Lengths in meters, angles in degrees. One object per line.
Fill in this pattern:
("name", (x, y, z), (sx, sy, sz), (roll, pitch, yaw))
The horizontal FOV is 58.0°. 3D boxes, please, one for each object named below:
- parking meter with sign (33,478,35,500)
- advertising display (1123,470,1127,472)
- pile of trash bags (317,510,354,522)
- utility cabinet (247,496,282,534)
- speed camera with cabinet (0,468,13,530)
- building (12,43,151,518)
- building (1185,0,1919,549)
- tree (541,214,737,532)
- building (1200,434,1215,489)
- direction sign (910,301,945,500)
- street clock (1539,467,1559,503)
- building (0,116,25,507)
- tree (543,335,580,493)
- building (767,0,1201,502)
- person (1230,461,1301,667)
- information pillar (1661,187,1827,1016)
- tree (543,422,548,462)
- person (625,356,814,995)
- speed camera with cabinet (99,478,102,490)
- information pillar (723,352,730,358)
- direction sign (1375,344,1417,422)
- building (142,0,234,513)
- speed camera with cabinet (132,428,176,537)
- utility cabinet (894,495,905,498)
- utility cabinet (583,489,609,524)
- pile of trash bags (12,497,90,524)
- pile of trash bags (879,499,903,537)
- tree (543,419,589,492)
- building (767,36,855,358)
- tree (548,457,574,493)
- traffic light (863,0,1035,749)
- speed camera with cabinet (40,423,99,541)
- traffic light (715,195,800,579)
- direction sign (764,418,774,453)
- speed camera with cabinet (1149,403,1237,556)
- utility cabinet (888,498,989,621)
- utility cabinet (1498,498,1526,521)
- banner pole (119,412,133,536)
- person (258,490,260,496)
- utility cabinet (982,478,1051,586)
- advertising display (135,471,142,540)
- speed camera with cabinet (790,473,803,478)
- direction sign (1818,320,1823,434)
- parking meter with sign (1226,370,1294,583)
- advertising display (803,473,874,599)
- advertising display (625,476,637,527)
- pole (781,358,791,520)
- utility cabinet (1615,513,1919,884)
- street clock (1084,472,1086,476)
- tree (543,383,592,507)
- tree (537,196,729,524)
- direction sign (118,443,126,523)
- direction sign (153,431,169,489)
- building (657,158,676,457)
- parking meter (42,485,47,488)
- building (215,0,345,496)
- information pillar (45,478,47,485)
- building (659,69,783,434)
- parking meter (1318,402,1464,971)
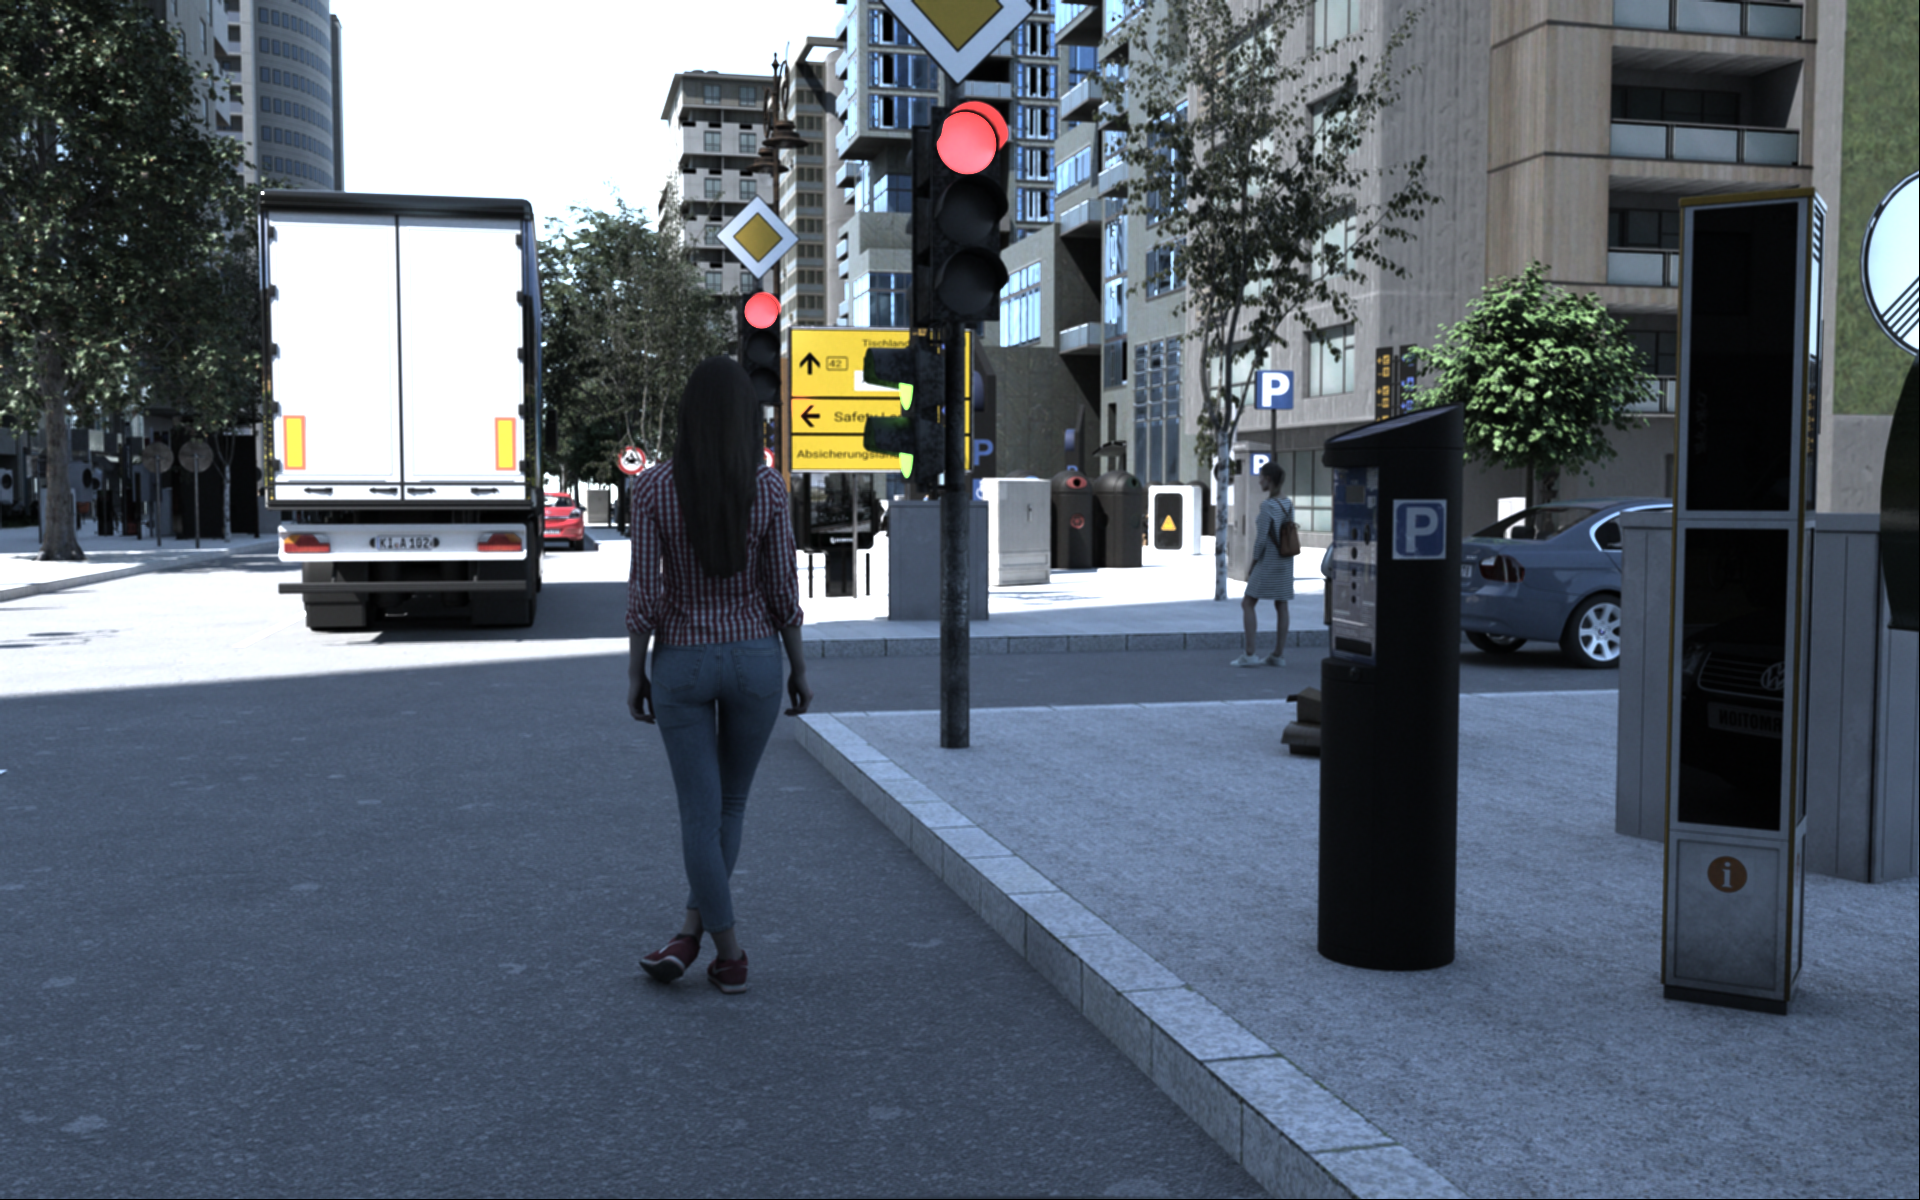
("parking meter with sign", (-40.544, -4.974, 77.586), (1.738, 3.016, 0.543), (-1, 4, -23))
("advertising display", (4.479, -2.586, 47.490), (0.123, 1.923, 0.974), (1, 4, 10))
("pile of trash bags", (-27.981, -4.177, 78.046), (1.912, 1.369, 3.447), (-1, 4, -21))
("utility cabinet", (-22.444, -2.734, 55.861), (1.020, 1.237, 0.306), (-2, 4, -24))
("speed camera with cabinet", (-34.363, -4.087, 61.160), (0.660, 3.252, 2.038), (0, 4, 7))
("building", (-58.535, -29.079, 95.049), (23.786, 49.044, 30.456), (-1, 4, -14))
("building", (14.302, -21.813, 40.231), (14.086, 41.232, 14.154), (-1, 4, -14))
("tree", (-11.526, -7.594, 58.578), (8.767, 10.594, 7.601), (-1, 4, -14))
("building", (12.929, -46.363, 70.713), (22.319, 86.520, 31.000), (-1, 4, -14))
("direction sign", (-0.287, -1.704, 19.862), (0.379, 3.537, 0.876), (-3, 5, -41))
("street clock", (11.100, -1.718, 32.662), (0.358, 2.002, 0.471), (0, 4, 0))
("building", (-49.603, -26.877, 63.143), (21.300, 48.544, 21.600), (-1, 4, -14))
("tree", (-43.849, -20.833, 196.513), (12.611, 20.169, 13.585), (0, 3, 0))
("building", (-0.031, -49.124, 115.852), (22.319, 86.520, 31.000), (-1, 4, -14))
("person", (2.596, -0.300, 14.410), (0.522, 1.701, 0.512), (3, 5, 41))
("information pillar", (1.983, 0.006, 4.389), (0.304, 2.012, 0.304), (2, 4, 31))
("tree", (-27.801, -10.611, 123.857), (4.360, 8.622, 3.978), (0, 3, 0))
("person", (-0.688, 0.214, 5.012), (0.555, 1.821, 0.388), (-2, 4, -26))
("speed camera with cabinet", (-39.166, -5.035, 76.659), (2.038, 3.252, 0.660), (-3, 5, -45))
("information pillar", (-3.765, -2.275, 28.543), (0.183, 3.616, 0.504), (-2, 4, -31))
("direction sign", (6.677, -2.117, 26.610), (0.379, 3.537, 0.876), (-2, 4, -28))
("building", (-67.692, -32.614, 122.478), (28.713, 52.752, 27.495), (-1, 4, -14))
("speed camera with cabinet", (-24.175, -3.547, 52.335), (0.660, 3.252, 2.038), (0, 4, 6))
("utility cabinet", (-2.723, -4.410, 83.272), (0.306, 1.237, 1.020), (3, 5, 39))
("utility cabinet", (-15.530, -3.991, 73.936), (0.318, 1.500, 1.173), (3, 4, 38))
("pile of trash bags", (-38.762, -3.897, 73.461), (3.447, 1.369, 1.912), (-2, 4, -25))
("pile of trash bags", (-0.613, -2.550, 51.445), (3.447, 1.369, 1.912), (3, 5, 40))
("tree", (-52.628, -19.041, 228.319), (9.611, 12.733, 9.660), (0, 3, 0))
("building", (-2.235, -27.712, 144.973), (32.217, 40.220, 23.993), (-1, 4, -14))
("tree", (-49.847, -16.299, 216.850), (4.737, 8.622, 4.395), (0, 3, 0))
("traffic light", (-0.045, -1.208, 8.679), (0.839, 4.253, 0.868), (-1, 4, -14))
("speed camera with cabinet", (-24.714, -3.275, 47.881), (0.660, 3.252, 2.038), (0, 4, -3))
("traffic light", (-1.931, -1.683, 16.439), (0.839, 4.253, 0.868), (-1, 4, -14))
("direction sign", (-5.730, -3.664, 51.899), (0.379, 3.537, 0.876), (-3, 4, -37))
("speed camera with cabinet", (4.942, -2.534, 35.768), (2.038, 3.252, 0.660), (2, 4, 29))
("utility cabinet", (-0.222, -0.398, 17.673), (1.020, 1.237, 0.306), (0, 4, -2))
("utility cabinet", (9.603, -1.162, 30.160), (0.306, 1.237, 1.020), (0, 4, 6))
("banner pole", (-25.430, -3.844, 52.873), (0.401, 3.779, 0.863), (-3, 5, -44))
("person", (-65.842, -9.426, 162.625), (0.705, 1.823, 1.348), (-2, 4, -30))
("utility cabinet", (0.809, -0.955, 24.285), (0.318, 1.500, 1.173), (3, 5, 40))
("advertising display", (-23.238, -2.677, 48.983), (0.123, 1.923, 0.974), (-2, 4, -26))
("speed camera with cabinet", (-5.993, -4.275, 64.240), (0.660, 3.252, 2.038), (0, 4, 2))
("direction sign", (10.806, -1.864, 22.472), (0.876, 3.537, 0.379), (-1, 4, -21))
("parking meter with sign", (4.312, -1.778, 25.324), (0.543, 3.016, 1.738), (-1, 4, -8))
("advertising display", (-1.500, -0.996, 21.503), (0.974, 1.923, 0.123), (-3, 4, -37))
("advertising display", (-11.858, -3.534, 62.993), (0.974, 1.923, 0.123), (-1, 4, -12))
("pole", (-2.654, -1.972, 26.079), (0.158, 3.312, 0.155), (0, 3, 0))
("utility cabinet", (2.859, 0.306, 6.162), (0.306, 1.237, 1.020), (-2, 4, -31))
("street clock", (3.674, -2.985, 53.379), (0.358, 2.002, 0.471), (2, 4, 35))
("tree", (-31.557, -13.224, 141.969), (9.928, 11.665, 9.643), (0, 3, 0))
("tree", (-14.433, -10.258, 74.380), (9.857, 13.997, 8.962), (0, 3, 0))
("direction sign", (-37.545, -5.243, 77.712), (0.379, 3.537, 0.876), (0, 4, -6))
("direction sign", (-28.911, -4.327, 62.749), (0.876, 3.537, 0.379), (2, 4, 32))
("building", (-30.140, -37.651, 239.291), (21.300, 48.544, 21.600), (-1, 4, -14))
("parking meter", (-25.852, -2.494, 49.186), (0.372, 1.533, 0.369), (0, 3, 0))
("building", (-79.682, -39.606, 189.564), (21.231, 58.520, 28.212), (-1, 4, -14))
("information pillar", (-27.331, -2.916, 52.171), (0.304, 2.012, 0.304), (-3, 4, -39))
("building", (-21.769, -38.333, 215.977), (28.713, 52.752, 27.495), (-1, 4, -14))
("parking meter", (1.188, 0.221, 4.790), (0.372, 1.533, 0.369), (0, 3, 0))
